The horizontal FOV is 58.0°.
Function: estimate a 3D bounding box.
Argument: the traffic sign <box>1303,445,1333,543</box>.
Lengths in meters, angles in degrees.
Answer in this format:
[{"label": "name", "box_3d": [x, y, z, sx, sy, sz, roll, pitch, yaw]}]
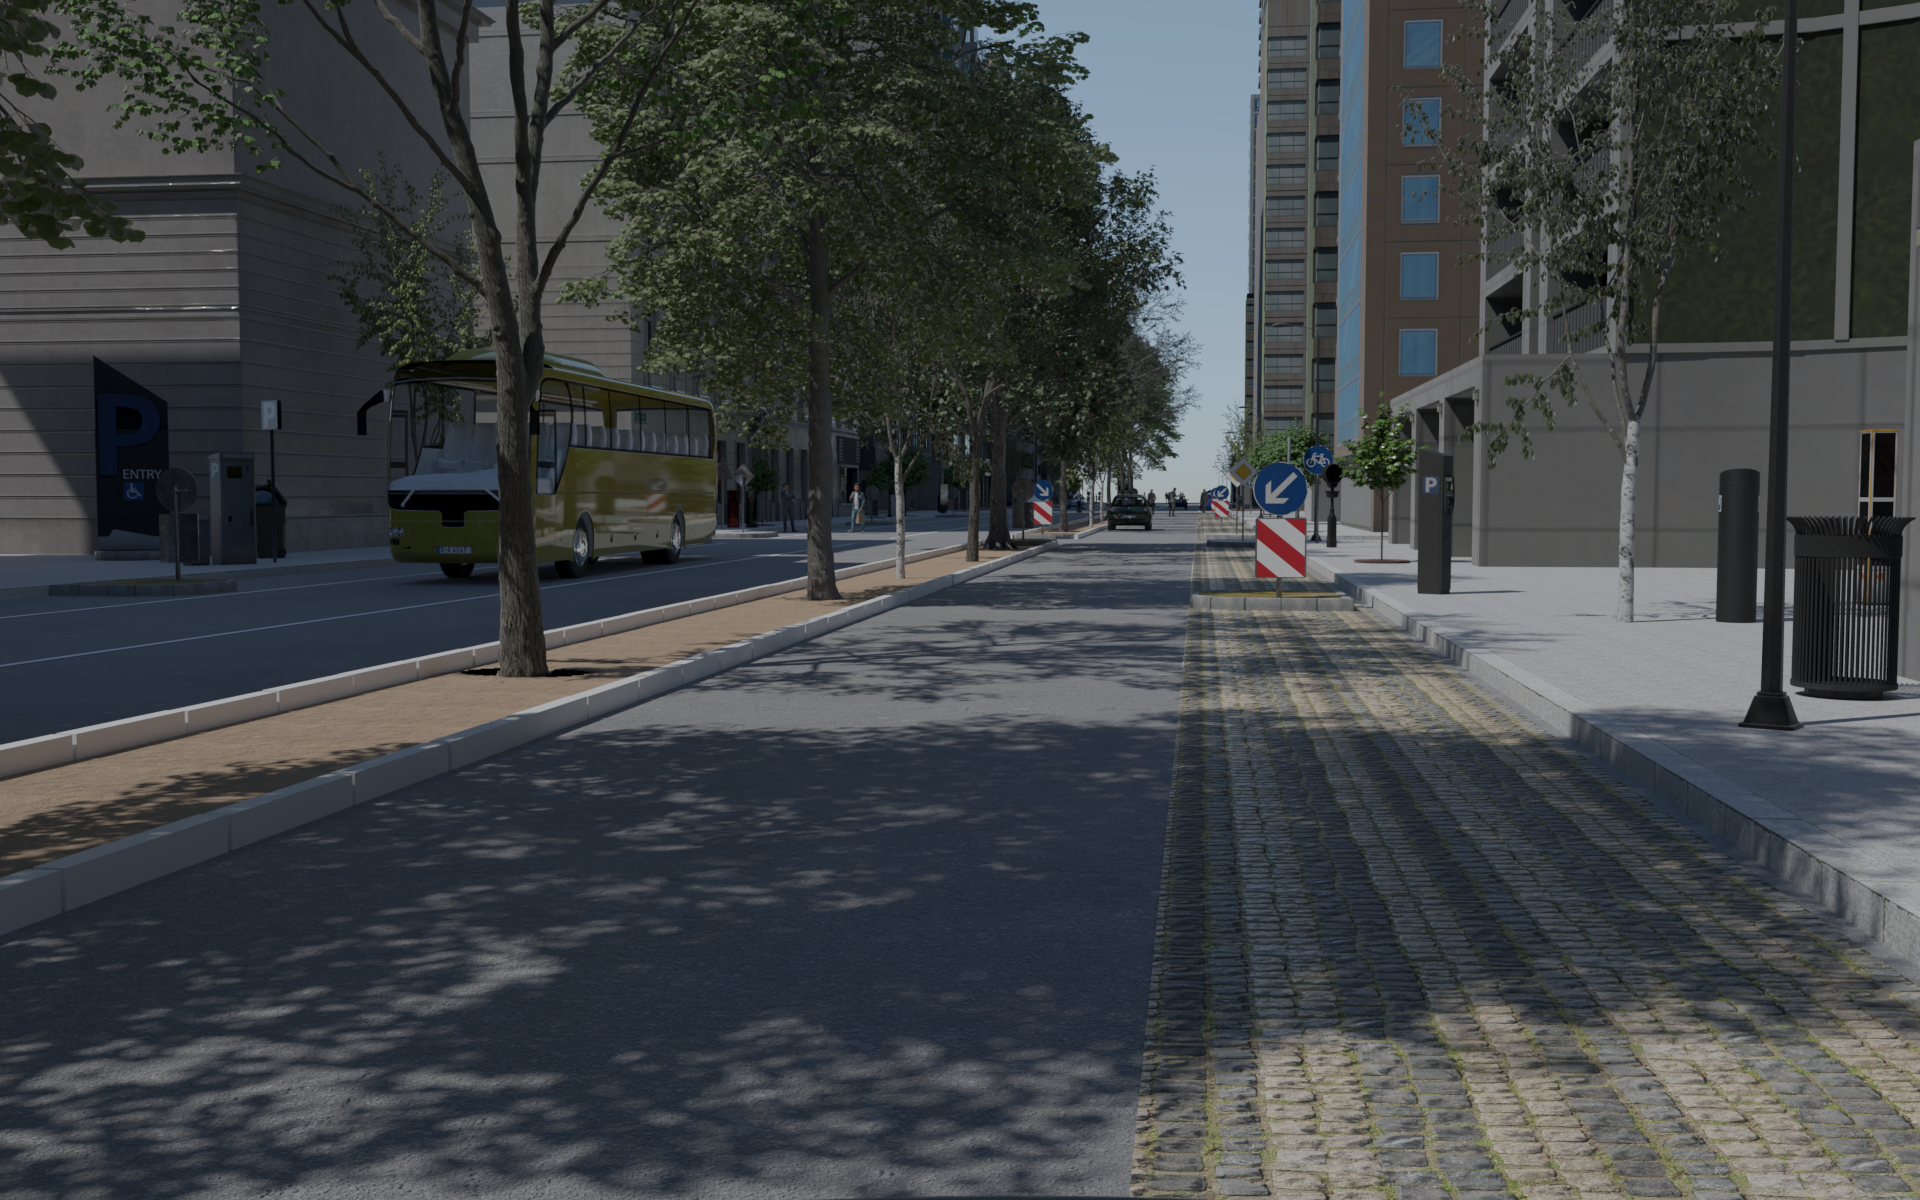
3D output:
[{"label": "traffic sign", "box_3d": [9.365, -2.767, 45.346, 0.768, 2.556, 0.104, 1, 4, 15]}]

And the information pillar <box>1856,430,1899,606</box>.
[{"label": "information pillar", "box_3d": [10.551, -0.944, 19.932, 0.304, 2.012, 0.304, 0, 4, 3]}]

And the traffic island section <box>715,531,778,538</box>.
[{"label": "traffic island section", "box_3d": [-7.228, -2.157, 57.554, 2.009, 0.180, 2.903, 0, 4, 8]}]

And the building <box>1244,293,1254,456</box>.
[{"label": "building", "box_3d": [47.745, -29.110, 247.642, 14.160, 30.474, 14.107, 0, 4, 8]}]

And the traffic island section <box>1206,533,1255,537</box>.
[{"label": "traffic island section", "box_3d": [8.859, -2.021, 55.328, 2.009, 0.180, 2.903, 0, 4, 8]}]

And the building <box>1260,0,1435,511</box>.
[{"label": "building", "box_3d": [34.668, -31.140, 159.246, 14.600, 45.320, 14.200, 0, 4, 8]}]

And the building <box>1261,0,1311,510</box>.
[{"label": "building", "box_3d": [32.494, -28.243, 145.366, 14.154, 41.232, 14.086, 0, 4, 8]}]

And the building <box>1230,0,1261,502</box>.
[{"label": "building", "box_3d": [53.802, -58.448, 268.299, 22.319, 86.520, 31.000, 0, 4, 8]}]

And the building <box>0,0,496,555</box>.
[{"label": "building", "box_3d": [-25.535, -12.296, 42.846, 24.055, 21.916, 13.314, 0, 4, 8]}]

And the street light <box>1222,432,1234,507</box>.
[{"label": "street light", "box_3d": [20.529, -9.578, 129.135, 1.470, 5.913, 1.316, 0, 4, 8]}]

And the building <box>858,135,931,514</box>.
[{"label": "building", "box_3d": [-10.668, -19.712, 115.792, 14.314, 27.812, 24.014, 0, 4, 8]}]

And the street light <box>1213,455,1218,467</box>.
[{"label": "street light", "box_3d": [31.060, -14.221, 205.050, 1.470, 5.913, 1.316, 0, 4, 8]}]

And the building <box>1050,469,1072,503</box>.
[{"label": "building", "box_3d": [4.462, -43.069, 246.170, 21.231, 58.520, 28.212, 0, 4, 8]}]

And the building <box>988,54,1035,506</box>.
[{"label": "building", "box_3d": [-3.133, -34.989, 195.766, 21.300, 48.544, 21.600, 0, 4, 8]}]

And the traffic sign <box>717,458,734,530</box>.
[{"label": "traffic sign", "box_3d": [-8.535, -3.808, 62.266, 0.884, 2.594, 0.081, 1, 4, 16]}]

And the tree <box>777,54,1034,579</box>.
[{"label": "tree", "box_3d": [-1.017, -4.642, 28.714, 4.360, 8.622, 3.978, 0, 3, 0]}]

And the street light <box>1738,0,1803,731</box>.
[{"label": "street light", "box_3d": [3.937, -2.258, 9.454, 1.470, 5.913, 1.316, 0, 4, 8]}]

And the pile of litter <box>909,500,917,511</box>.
[{"label": "pile of litter", "box_3d": [-3.866, -7.107, 130.169, 1.176, 0.858, 1.719, -2, 4, -29]}]

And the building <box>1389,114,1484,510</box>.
[{"label": "building", "box_3d": [40.300, -45.074, 175.217, 20.563, 71.187, 20.611, 0, 4, 8]}]

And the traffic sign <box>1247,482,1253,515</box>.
[{"label": "traffic sign", "box_3d": [18.217, -6.626, 108.444, 0.768, 2.556, 0.104, 1, 4, 17]}]

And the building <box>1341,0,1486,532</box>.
[{"label": "building", "box_3d": [21.408, -25.212, 62.321, 14.200, 45.320, 14.600, 0, 4, 8]}]

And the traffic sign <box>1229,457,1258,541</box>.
[{"label": "traffic sign", "box_3d": [7.739, -2.673, 47.344, 0.795, 2.450, 0.064, 0, 4, 8]}]

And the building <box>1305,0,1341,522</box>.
[{"label": "building", "box_3d": [24.129, -19.160, 84.969, 14.160, 30.474, 14.107, 0, 4, 8]}]

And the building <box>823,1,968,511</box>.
[{"label": "building", "box_3d": [-10.068, -43.110, 143.094, 20.563, 71.187, 20.611, 0, 4, 8]}]

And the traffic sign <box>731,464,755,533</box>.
[{"label": "traffic sign", "box_3d": [-7.204, -3.293, 57.489, 0.795, 2.450, 0.064, 0, 4, 8]}]

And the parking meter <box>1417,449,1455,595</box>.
[{"label": "parking meter", "box_3d": [6.101, -1.008, 22.197, 0.399, 1.863, 0.255, 3, 5, 43]}]

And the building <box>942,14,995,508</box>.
[{"label": "building", "box_3d": [-8.288, -33.678, 170.236, 23.786, 49.044, 30.456, 0, 4, 8]}]

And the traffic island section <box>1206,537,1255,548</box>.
[{"label": "traffic island section", "box_3d": [7.763, -1.537, 47.418, 2.009, 0.180, 2.903, 0, 4, 8]}]

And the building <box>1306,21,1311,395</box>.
[{"label": "building", "box_3d": [33.419, -34.894, 112.515, 21.231, 58.520, 28.212, 0, 4, 8]}]

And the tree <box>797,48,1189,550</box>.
[{"label": "tree", "box_3d": [0.992, -7.639, 44.370, 9.611, 12.733, 9.660, 0, 3, 0]}]

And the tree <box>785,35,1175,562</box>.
[{"label": "tree", "box_3d": [0.190, -6.049, 35.773, 8.767, 10.594, 7.601, 0, 4, 8]}]

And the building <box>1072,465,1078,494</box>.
[{"label": "building", "box_3d": [7.123, -39.603, 271.204, 21.300, 48.544, 21.600, 0, 4, 8]}]

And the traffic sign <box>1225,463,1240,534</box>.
[{"label": "traffic sign", "box_3d": [8.835, -3.157, 55.254, 0.795, 2.450, 0.064, 0, 4, 8]}]

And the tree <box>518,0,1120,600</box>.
[{"label": "tree", "box_3d": [-1.819, -6.237, 22.566, 7.486, 12.596, 7.792, 0, 3, 0]}]

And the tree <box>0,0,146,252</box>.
[{"label": "tree", "box_3d": [-4.497, -5.141, 4.644, 7.486, 12.596, 7.792, 0, 3, 0]}]

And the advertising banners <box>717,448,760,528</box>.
[{"label": "advertising banners", "box_3d": [-8.628, -4.272, 66.036, 2.074, 3.025, 0.090, 1, 4, 15]}]

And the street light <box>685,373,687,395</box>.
[{"label": "street light", "box_3d": [-8.595, -5.207, 57.679, 1.470, 5.913, 1.316, 0, 4, 8]}]

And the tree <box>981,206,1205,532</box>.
[{"label": "tree", "box_3d": [3.885, -9.296, 64.820, 12.009, 13.543, 11.850, 0, 3, 0]}]

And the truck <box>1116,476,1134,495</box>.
[{"label": "truck", "box_3d": [26.326, -17.564, 276.089, 2.839, 4.237, 11.283, 0, 4, 6]}]

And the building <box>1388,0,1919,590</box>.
[{"label": "building", "box_3d": [19.878, -36.283, 31.474, 20.563, 71.187, 20.611, 0, 4, 8]}]

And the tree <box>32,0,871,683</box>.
[{"label": "tree", "box_3d": [-3.525, -5.211, 13.412, 9.928, 11.665, 9.643, 0, 3, 0]}]

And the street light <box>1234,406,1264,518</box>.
[{"label": "street light", "box_3d": [15.382, -7.275, 91.479, 1.470, 5.913, 1.316, 0, 4, 8]}]

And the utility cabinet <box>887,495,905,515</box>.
[{"label": "utility cabinet", "box_3d": [-3.908, -5.789, 105.817, 1.020, 1.237, 0.306, -2, 4, -24]}]

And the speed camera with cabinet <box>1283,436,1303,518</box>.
[{"label": "speed camera with cabinet", "box_3d": [11.241, -3.935, 58.671, 0.660, 3.252, 2.038, 1, 4, 18]}]

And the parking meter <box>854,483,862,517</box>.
[{"label": "parking meter", "box_3d": [-5.187, -5.045, 88.205, 0.399, 1.863, 0.255, -1, 4, -12]}]

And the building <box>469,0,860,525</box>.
[{"label": "building", "box_3d": [-16.292, -18.680, 81.834, 17.030, 29.872, 44.131, 0, 4, 8]}]

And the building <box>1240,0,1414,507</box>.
[{"label": "building", "box_3d": [47.871, -48.328, 228.418, 20.563, 71.187, 20.611, 0, 4, 8]}]

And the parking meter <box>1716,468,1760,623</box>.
[{"label": "parking meter", "box_3d": [7.781, -0.545, 17.325, 0.372, 1.533, 0.369, 0, 3, 0]}]

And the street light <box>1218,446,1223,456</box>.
[{"label": "street light", "box_3d": [25.947, -11.917, 167.390, 1.470, 5.913, 1.316, 0, 4, 8]}]

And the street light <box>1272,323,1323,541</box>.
[{"label": "street light", "box_3d": [9.165, -4.560, 47.098, 1.470, 5.913, 1.316, 0, 4, 8]}]

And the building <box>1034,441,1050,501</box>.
[{"label": "building", "box_3d": [4.193, -27.730, 225.084, 14.160, 30.474, 14.107, 0, 4, 8]}]

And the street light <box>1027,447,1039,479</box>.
[{"label": "street light", "box_3d": [7.202, -12.190, 171.848, 1.470, 5.913, 1.316, 0, 4, 8]}]

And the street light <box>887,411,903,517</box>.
[{"label": "street light", "box_3d": [-3.357, -7.542, 95.846, 1.470, 5.913, 1.316, 0, 4, 8]}]

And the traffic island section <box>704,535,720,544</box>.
[{"label": "traffic island section", "box_3d": [-8.324, -1.674, 49.645, 2.009, 0.180, 2.903, 0, 4, 8]}]
